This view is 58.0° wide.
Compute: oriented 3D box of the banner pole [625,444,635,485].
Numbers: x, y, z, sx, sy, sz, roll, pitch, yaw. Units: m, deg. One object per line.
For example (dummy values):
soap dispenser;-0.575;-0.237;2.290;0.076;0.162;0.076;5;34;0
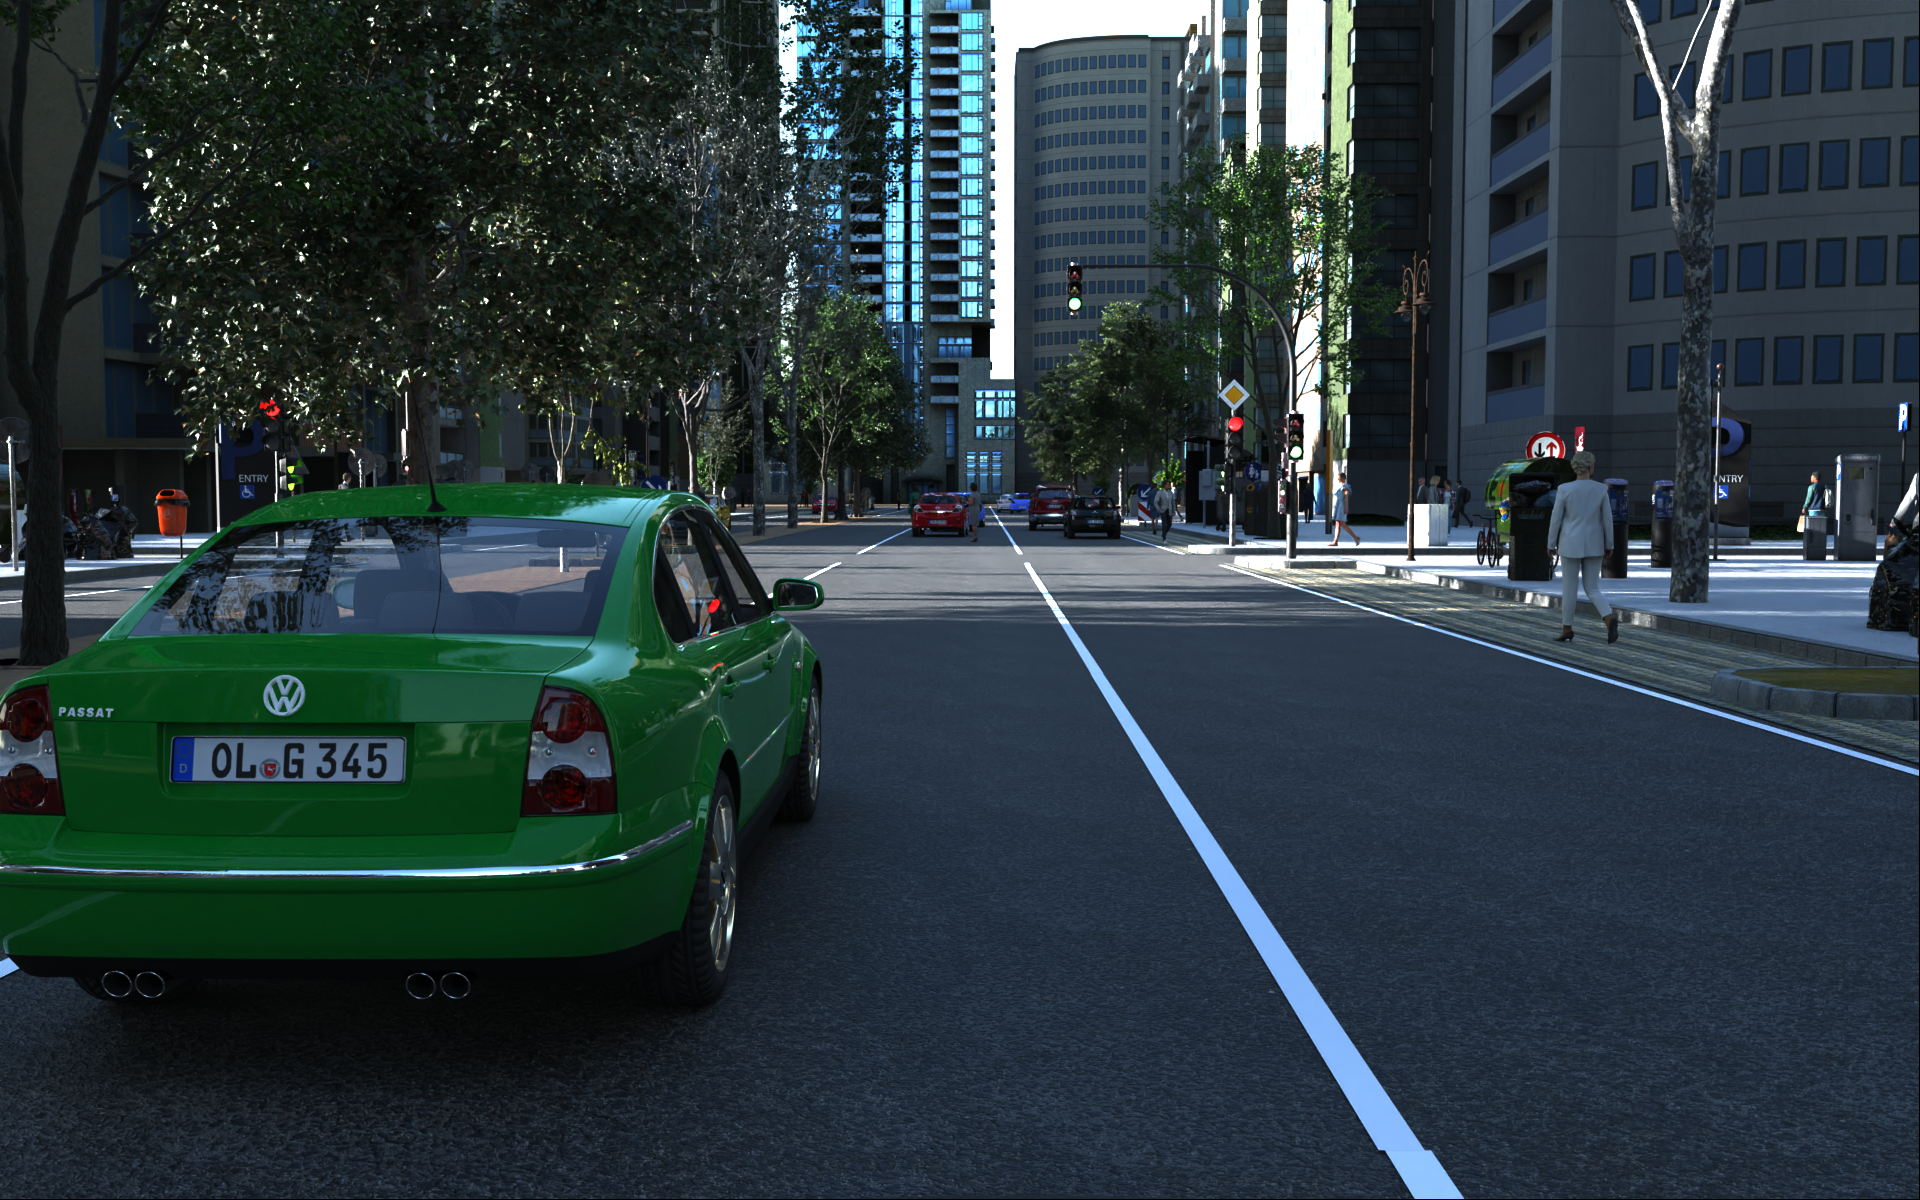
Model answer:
banner pole;-16.631;-5.946;87.231;0.401;3.779;0.863;2;4;33

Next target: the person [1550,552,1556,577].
person;9.003;-1.167;26.942;0.330;1.601;0.589;-2;4;-31

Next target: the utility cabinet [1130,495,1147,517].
utility cabinet;10.096;-5.279;97.479;1.020;1.237;0.306;-1;4;-14

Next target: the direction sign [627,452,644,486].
direction sign;-17.414;-6.172;92.916;0.876;3.537;0.379;-1;4;-11

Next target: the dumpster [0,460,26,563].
dumpster;-18.220;-1.770;31.439;1.502;2.255;1.985;0;4;1

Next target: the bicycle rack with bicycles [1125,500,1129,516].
bicycle rack with bicycles;11.026;-5.548;104.086;2.852;0.926;2.925;0;4;1

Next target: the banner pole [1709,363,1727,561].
banner pole;14.355;-2.642;33.214;0.863;3.779;0.401;-1;4;-21

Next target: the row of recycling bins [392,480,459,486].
row of recycling bins;-15.571;-2.686;51.024;1.069;1.692;3.534;1;4;11

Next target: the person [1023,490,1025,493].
person;6.646;-10.434;179.237;0.705;1.807;1.348;1;4;20

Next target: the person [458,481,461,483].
person;-22.310;-4.341;76.826;0.655;1.846;0.447;3;5;41

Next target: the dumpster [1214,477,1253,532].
dumpster;9.461;-3.279;59.370;1.264;1.857;1.865;0;4;1

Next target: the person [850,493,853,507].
person;-11.306;-10.800;185.101;1.348;1.821;0.705;3;5;44

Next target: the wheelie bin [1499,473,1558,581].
wheelie bin;8.512;-1.090;25.723;0.980;1.594;0.693;1;4;19

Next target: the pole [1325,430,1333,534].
pole;11.785;-3.756;55.252;0.158;3.312;0.155;0;3;0

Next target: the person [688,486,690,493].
person;-17.948;-6.682;115.271;0.713;1.824;0.794;2;4;30

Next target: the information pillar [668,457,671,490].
information pillar;-18.359;-7.237;109.677;0.183;3.616;0.504;1;4;11

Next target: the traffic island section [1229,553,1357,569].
traffic island section;6.600;-0.745;34.464;2.009;0.180;2.903;0;4;1

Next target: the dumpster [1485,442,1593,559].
dumpster;11.089;-1.878;33.207;1.502;2.255;1.985;0;4;1

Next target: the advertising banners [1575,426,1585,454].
advertising banners;16.017;-2.908;43.736;0.090;3.025;2.074;-1;4;-8

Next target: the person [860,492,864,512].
person;-7.821;-7.849;138.297;0.593;1.643;0.415;0;4;7

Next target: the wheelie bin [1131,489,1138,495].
wheelie bin;11.245;-6.256;110.197;0.693;1.594;0.980;2;4;35

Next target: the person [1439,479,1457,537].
person;14.610;-2.759;51.988;0.563;1.720;0.643;1;4;13

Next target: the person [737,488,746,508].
person;-20.558;-9.629;163.507;0.705;1.821;1.348;2;4;30

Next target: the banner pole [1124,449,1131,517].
banner pole;9.365;-6.512;96.483;0.401;3.779;0.863;0;4;-4

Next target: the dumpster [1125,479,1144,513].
dumpster;11.673;-6.795;113.595;1.502;2.255;1.985;0;4;1

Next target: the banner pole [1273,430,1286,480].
banner pole;11.044;-4.227;59.136;0.863;3.779;0.401;3;4;36

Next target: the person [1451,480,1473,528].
person;19.067;-3.663;65.897;0.822;1.834;0.622;3;5;40

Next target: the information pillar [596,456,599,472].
information pillar;-17.872;-5.757;85.477;0.183;3.616;0.504;-1;4;-18

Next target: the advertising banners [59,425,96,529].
advertising banners;-22.795;-2.957;44.532;0.090;3.025;2.074;0;4;1

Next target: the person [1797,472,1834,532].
person;20.745;-2.202;42.037;0.794;1.824;0.713;0;4;6

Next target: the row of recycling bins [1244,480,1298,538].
row of recycling bins;9.464;-2.779;52.555;1.069;1.692;3.534;0;4;-5

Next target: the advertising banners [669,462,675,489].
advertising banners;-15.429;-6.062;95.304;0.090;3.025;2.074;1;4;22

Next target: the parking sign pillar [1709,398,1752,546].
parking sign pillar;19.267;-3.383;43.779;1.447;3.967;1.447;2;4;30

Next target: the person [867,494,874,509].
person;-8.976;-9.904;170.445;1.348;1.822;0.705;1;4;17

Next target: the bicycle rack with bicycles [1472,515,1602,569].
bicycle rack with bicycles;10.153;-1.002;29.769;2.852;0.926;2.925;1;4;12

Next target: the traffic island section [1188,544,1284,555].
traffic island section;6.701;-1.234;42.449;2.009;0.180;2.903;0;4;1

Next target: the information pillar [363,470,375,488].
information pillar;-17.786;-2.912;52.102;0.304;2.012;0.304;-2;4;-30

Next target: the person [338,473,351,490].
person;-16.501;-2.490;46.537;0.659;1.850;0.755;2;4;33

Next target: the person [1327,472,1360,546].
person;9.372;-2.212;42.300;0.778;1.811;0.616;1;4;10

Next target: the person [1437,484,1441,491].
person;17.770;-3.545;64.370;0.716;1.782;0.532;0;4;6

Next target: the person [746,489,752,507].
person;-21.114;-10.202;173.299;0.683;1.767;0.568;1;4;20

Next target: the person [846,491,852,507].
person;-11.811;-10.920;187.765;1.217;1.735;0.721;1;4;16

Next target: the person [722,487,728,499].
person;-15.716;-6.685;115.517;0.709;1.800;0.728;2;4;33

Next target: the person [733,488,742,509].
person;-18.767;-8.454;144.342;0.705;1.814;1.350;3;5;42

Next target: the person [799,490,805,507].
person;-15.613;-10.023;171.392;0.593;1.643;0.415;-1;4;-16

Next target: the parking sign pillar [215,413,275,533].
parking sign pillar;-17.772;-3.338;43.044;1.447;3.967;1.447;-2;4;-31

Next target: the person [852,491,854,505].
person;-10.529;-10.059;173.699;0.721;1.736;1.217;2;4;27

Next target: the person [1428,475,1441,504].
person;13.266;-2.582;48.441;0.728;1.800;0.709;2;4;31

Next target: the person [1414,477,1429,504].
person;13.702;-2.760;51.560;0.834;1.777;0.661;-1;4;-16

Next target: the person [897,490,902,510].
person;-5.400;-8.917;154.393;0.705;1.812;1.348;-1;4;-12

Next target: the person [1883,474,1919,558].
person;10.870;-0.813;19.455;0.709;1.813;0.853;-1;4;-10

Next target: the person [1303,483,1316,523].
person;15.366;-4.268;76.248;0.576;1.772;0.534;0;4;-6

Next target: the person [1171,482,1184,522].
person;9.803;-4.456;78.993;0.850;1.850;0.679;1;4;21

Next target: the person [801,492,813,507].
person;-15.553;-10.379;175.674;1.348;1.831;0.705;1;4;13
